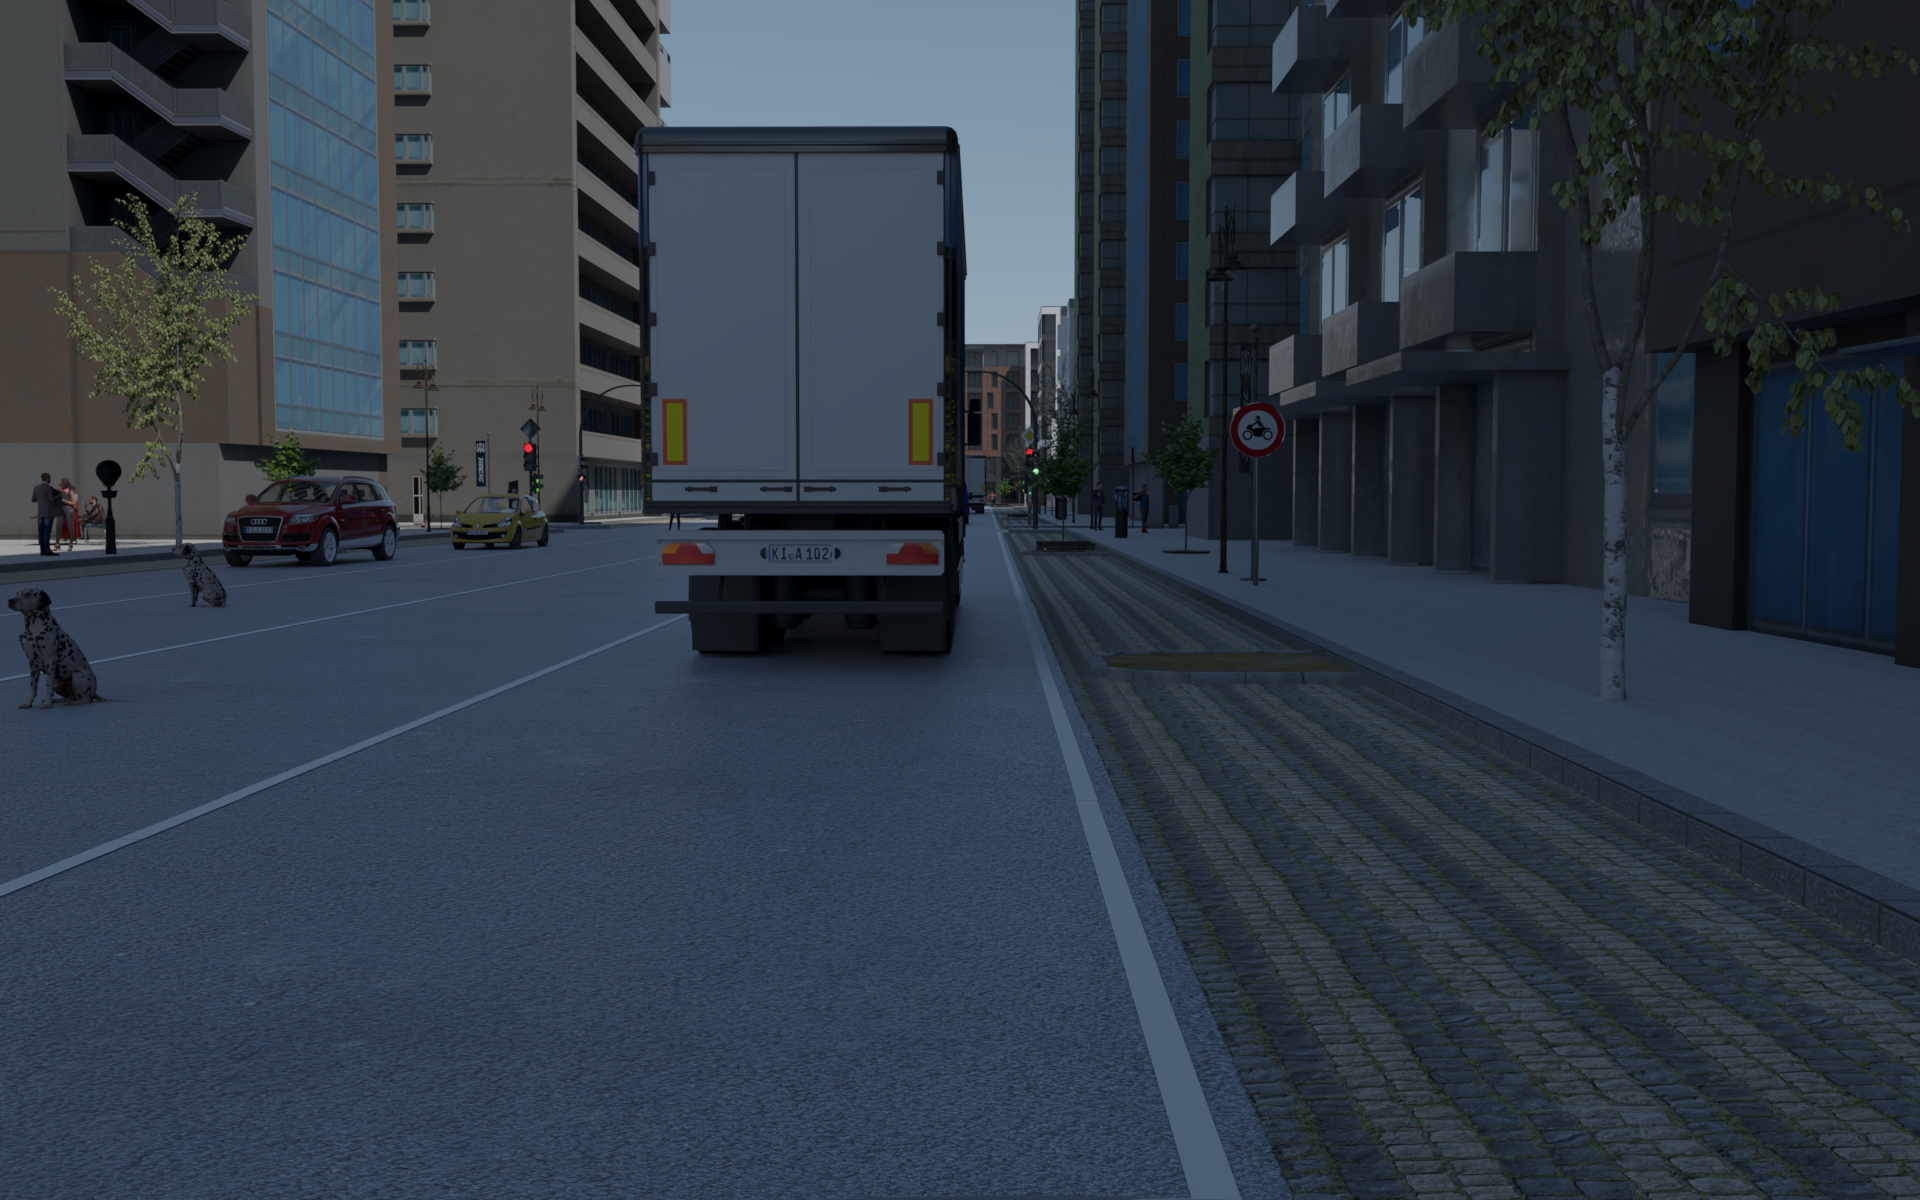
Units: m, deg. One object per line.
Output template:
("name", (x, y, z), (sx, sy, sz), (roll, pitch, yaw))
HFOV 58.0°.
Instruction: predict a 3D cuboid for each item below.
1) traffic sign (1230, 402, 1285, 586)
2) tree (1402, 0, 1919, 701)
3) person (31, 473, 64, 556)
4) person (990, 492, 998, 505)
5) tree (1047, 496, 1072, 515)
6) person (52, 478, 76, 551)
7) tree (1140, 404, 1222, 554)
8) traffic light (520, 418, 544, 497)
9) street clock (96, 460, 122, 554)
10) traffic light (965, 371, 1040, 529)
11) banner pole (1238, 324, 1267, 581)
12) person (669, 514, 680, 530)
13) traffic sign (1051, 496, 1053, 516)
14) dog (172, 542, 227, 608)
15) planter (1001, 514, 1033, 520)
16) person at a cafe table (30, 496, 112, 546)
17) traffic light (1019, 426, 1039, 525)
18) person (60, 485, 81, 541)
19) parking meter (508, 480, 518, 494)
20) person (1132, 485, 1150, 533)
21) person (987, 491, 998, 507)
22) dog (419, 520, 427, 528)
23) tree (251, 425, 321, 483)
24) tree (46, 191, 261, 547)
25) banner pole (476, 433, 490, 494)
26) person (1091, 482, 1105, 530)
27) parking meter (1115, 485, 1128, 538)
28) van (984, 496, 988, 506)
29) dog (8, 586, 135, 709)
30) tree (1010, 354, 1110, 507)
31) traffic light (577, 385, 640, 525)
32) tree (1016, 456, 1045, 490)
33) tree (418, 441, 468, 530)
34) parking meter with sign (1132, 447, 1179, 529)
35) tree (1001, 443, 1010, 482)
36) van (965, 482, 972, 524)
("traffic sign", (4.136, -1.471, 24.157), (0.768, 2.556, 0.104), (0, 4, 2))
("tree", (4.049, -3.668, 10.336), (4.737, 8.622, 4.395), (0, 3, 0))
("person", (-18.905, -1.778, 35.937), (0.655, 1.722, 0.431), (2, 4, 29))
("person", (4.255, -12.707, 216.973), (1.217, 1.736, 0.721), (1, 4, 22))
("tree", (6.455, -6.739, 104.776), (1.663, 3.219, 1.824), (0, 3, 0))
("person", (-20.166, -1.919, 38.884), (0.593, 1.643, 0.415), (-1, 4, -22))
("tree", (4.969, -2.617, 37.387), (1.663, 3.219, 1.824), (0, 3, 0))
("traffic light", (-15.850, -4.593, 64.011), (0.839, 4.253, 0.868), (0, 4, 1))
("street clock", (-18.083, -1.973, 36.831), (0.471, 2.002, 0.358), (-2, 4, -35))
("traffic light", (0.657, -5.442, 63.641), (4.771, 5.953, 1.251), (0, 4, 1))
("banner pole", (4.235, -2.164, 25.391), (0.401, 3.779, 0.863), (2, 4, 30))
("person", (-9.989, -3.089, 60.474), (0.593, 1.643, 0.415), (-2, 4, -25))
("traffic sign", (5.427, -6.241, 102.150), (0.768, 2.556, 0.104), (0, 4, 6))
("dog", (-9.523, -0.310, 21.899), (0.800, 0.831, 0.513), (3, 5, 39))
("planter", (3.277, -4.625, 96.761), (1.991, 0.319, 1.994), (0, 4, 1))
("person at a cafe table", (-22.419, -2.015, 43.800), (1.726, 1.238, 1.698), (-1, 4, -21))
("traffic light", (2.869, -5.065, 71.735), (0.839, 4.253, 0.868), (0, 4, 1))
("person", (-24.162, -2.354, 46.998), (0.523, 1.526, 0.387), (-2, 4, -31))
("parking meter", (-18.420, -4.017, 71.394), (0.399, 1.863, 0.255), (-2, 4, -29))
("person", (6.045, -3.015, 57.207), (0.647, 1.594, 0.662), (-3, 5, -44))
("person", (3.422, -10.714, 184.395), (1.217, 1.743, 0.721), (-1, 4, -9))
("dog", (-21.621, -3.050, 70.067), (0.550, 0.427, 0.748), (-1, 4, -13))
("tree", (-18.640, -3.297, 48.516), (1.663, 3.219, 1.824), (0, 3, 0))
("tree", (-19.014, -5.565, 41.345), (4.737, 8.622, 4.395), (0, 3, 0))
("banner pole", (-19.580, -4.972, 71.303), (0.863, 3.779, 0.401), (1, 4, 20))
("person", (4.875, -3.311, 61.092), (0.541, 1.710, 0.530), (-1, 4, -17))
("parking meter", (4.712, -2.576, 50.536), (0.372, 1.533, 0.369), (0, 3, 0))
("van", (2.463, -12.824, 216.690), (2.013, 2.044, 4.112), (0, 4, -1))
("dog", (-5.997, 0.311, 11.755), (0.800, 0.831, 0.513), (-2, 4, -29))
("tree", (5.661, -8.647, 91.744), (4.360, 8.622, 3.978), (0, 3, 0))
("traffic light", (-13.638, -5.953, 72.000), (4.771, 5.953, 1.251), (0, 4, 1))
("tree", (6.219, -9.539, 139.675), (4.285, 4.588, 4.351), (0, 3, 0))
("tree", (-18.777, -4.159, 62.604), (1.663, 3.219, 1.824), (0, 3, 0))
("parking meter with sign", (7.250, -4.159, 64.253), (1.738, 3.016, 0.543), (1, 4, 10))
("tree", (6.596, -13.878, 177.259), (4.360, 8.622, 3.978), (0, 3, 0))
("van", (-0.502, -4.906, 84.589), (2.240, 2.365, 5.245), (0, 3, 0))
